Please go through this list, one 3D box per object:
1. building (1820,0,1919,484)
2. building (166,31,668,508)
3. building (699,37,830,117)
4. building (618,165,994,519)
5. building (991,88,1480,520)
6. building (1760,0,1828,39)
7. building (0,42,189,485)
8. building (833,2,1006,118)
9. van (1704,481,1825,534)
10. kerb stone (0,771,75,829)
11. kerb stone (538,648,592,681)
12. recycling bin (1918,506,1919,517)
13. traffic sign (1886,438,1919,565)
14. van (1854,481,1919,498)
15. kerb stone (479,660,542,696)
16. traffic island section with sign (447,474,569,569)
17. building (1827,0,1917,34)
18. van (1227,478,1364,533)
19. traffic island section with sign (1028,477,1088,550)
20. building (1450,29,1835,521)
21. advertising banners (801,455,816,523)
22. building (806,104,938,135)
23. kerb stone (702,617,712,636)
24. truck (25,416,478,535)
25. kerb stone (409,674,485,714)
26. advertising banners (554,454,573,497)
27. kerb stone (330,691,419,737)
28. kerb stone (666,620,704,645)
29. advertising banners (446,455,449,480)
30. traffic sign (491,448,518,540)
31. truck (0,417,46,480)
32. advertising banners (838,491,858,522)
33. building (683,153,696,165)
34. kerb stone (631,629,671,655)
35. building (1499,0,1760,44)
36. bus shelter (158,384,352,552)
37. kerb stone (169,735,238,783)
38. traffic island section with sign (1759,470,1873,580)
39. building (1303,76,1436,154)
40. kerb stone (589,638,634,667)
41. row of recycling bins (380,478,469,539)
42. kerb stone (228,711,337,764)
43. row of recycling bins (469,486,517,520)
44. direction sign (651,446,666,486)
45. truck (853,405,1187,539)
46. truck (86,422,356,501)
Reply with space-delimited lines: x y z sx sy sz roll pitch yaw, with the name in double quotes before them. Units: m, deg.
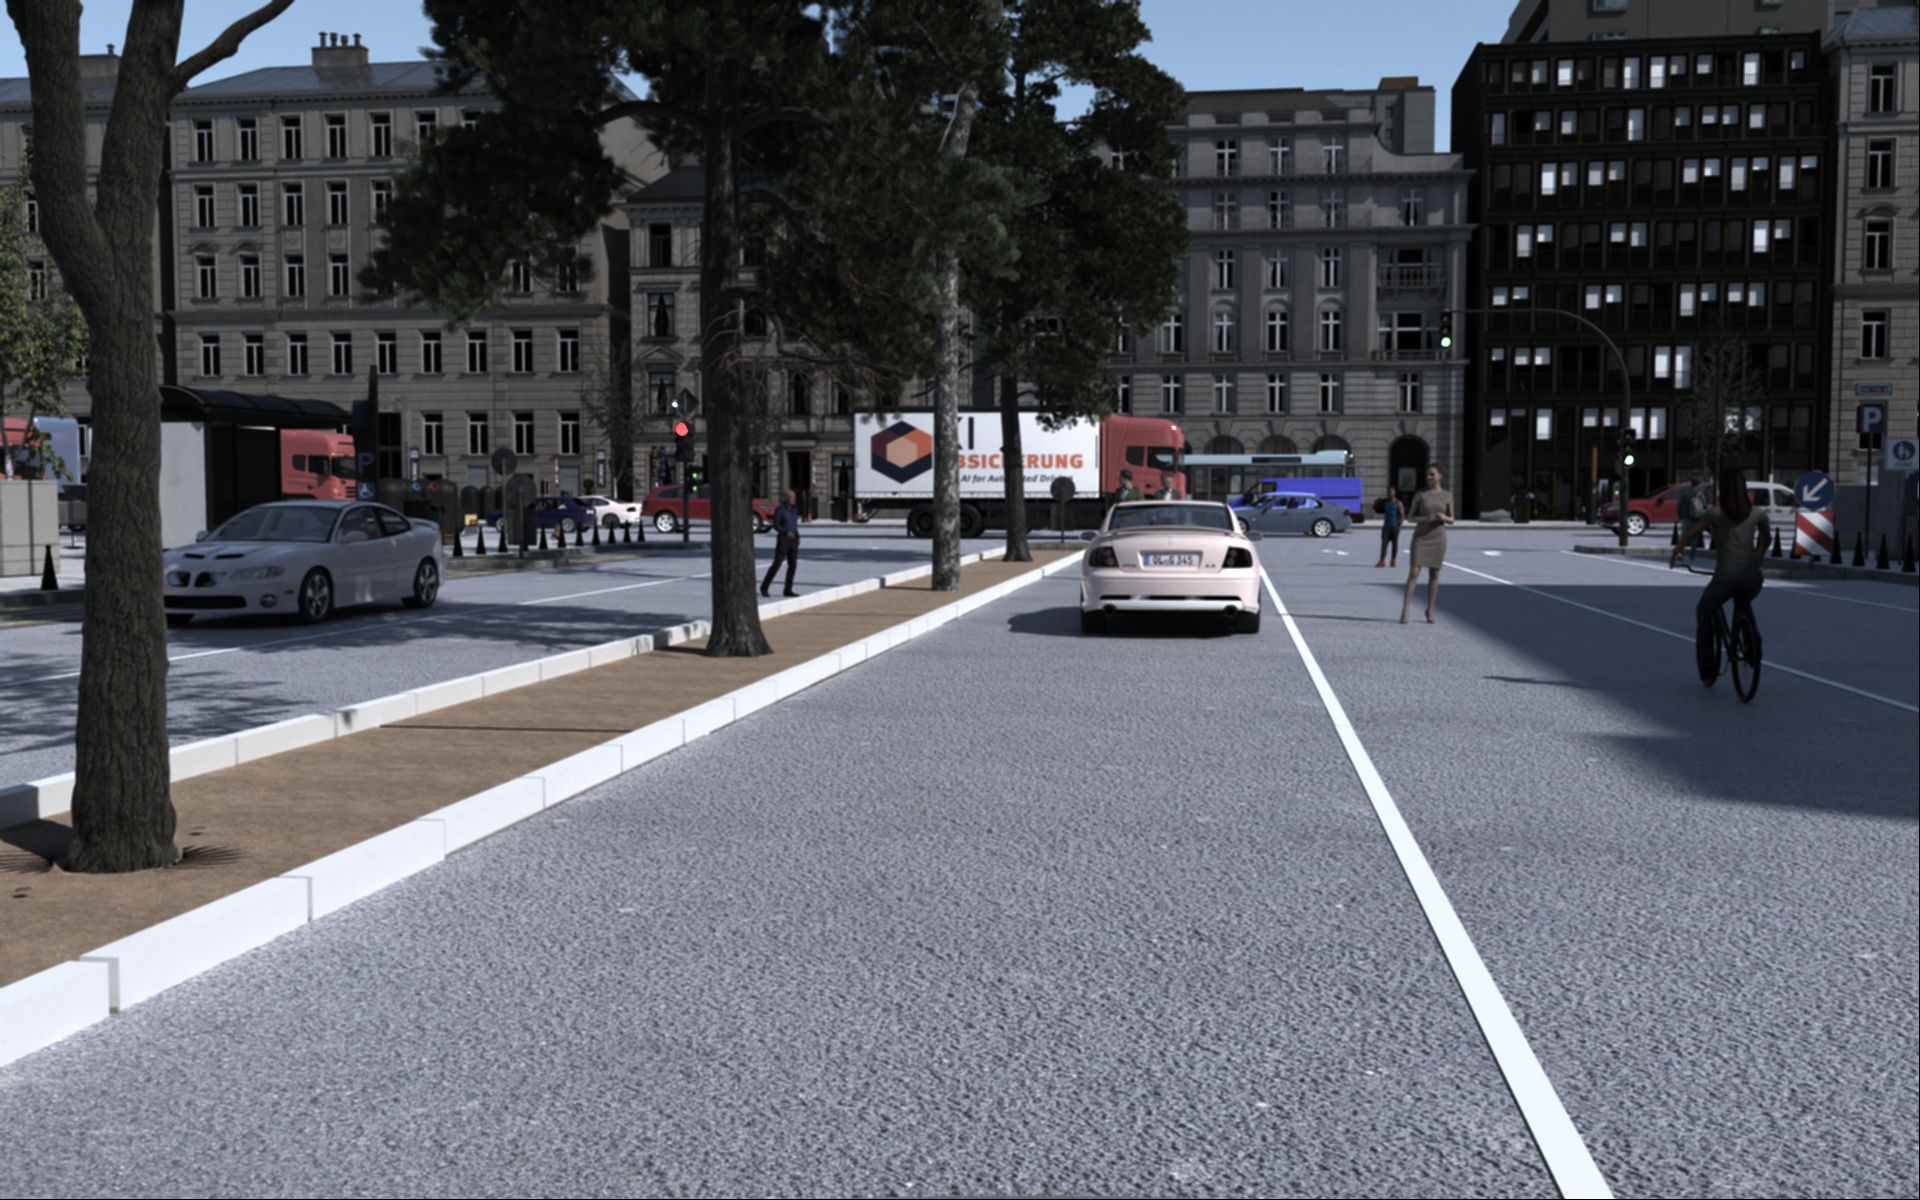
"building" 54.065 -17.621 85.366 25.104 27.353 12.463 1 4 9
"building" -29.781 -18.359 97.437 25.104 27.353 12.463 1 4 9
"building" -31.837 -50.366 261.727 20.611 71.187 20.563 1 4 9
"building" -7.626 -14.000 93.528 19.286 19.102 10.561 1 4 9
"building" 14.000 -15.274 91.529 24.055 21.916 13.314 1 4 9
"building" 59.562 -32.125 148.942 21.300 48.544 21.600 1 4 9
"building" -54.961 -18.598 101.339 25.104 27.353 12.463 1 4 9
"building" -6.099 -57.872 258.883 31.000 86.520 22.319 1 4 9
"van" 25.968 -2.958 55.383 4.112 2.044 2.013 1 4 8
"kerb stone" -4.096 0.893 7.595 0.120 0.150 1.000 1 4 9
"kerb stone" -3.171 0.520 13.690 0.120 0.150 1.000 1 4 9
"recycling bin" 19.574 -1.392 35.308 0.722 1.027 0.722 1 4 20
"traffic sign" 16.941 -1.775 31.155 0.606 2.300 0.079 1 4 16
"van" 31.250 -3.026 56.484 4.112 2.044 2.013 1 4 9
"kerb stone" -3.330 0.582 12.677 0.120 0.150 1.000 1 4 9
"traffic island section with sign" -8.768 -1.542 33.834 1.989 1.847 2.006 1 4 9
"building" 89.847 -38.182 166.267 28.212 58.520 21.231 1 4 9
"van" 12.421 -3.690 64.711 5.245 2.365 2.240 1 4 10
"traffic island section with sign" 2.586 -2.236 44.690 2.006 1.907 1.989 1 4 9
"building" 33.767 -15.809 88.152 15.834 23.373 12.332 1 4 9
"advertising banners" -6.793 -4.994 77.834 0.090 3.025 2.074 1 4 13
"building" -10.385 -32.741 185.419 14.200 45.320 14.600 1 4 9
"kerb stone" -2.560 0.271 17.778 0.120 0.150 1.000 1 4 9
"truck" -26.024 -4.292 59.932 18.799 4.110 2.967 1 4 10
"kerb stone" -3.484 0.644 11.663 0.120 0.150 1.000 1 4 9
"advertising banners" -17.559 -4.921 76.644 0.090 3.025 2.074 0 4 8
"kerb stone" -3.629 0.710 10.648 0.120 0.150 1.000 1 4 9
"kerb stone" -2.711 0.332 16.763 0.120 0.150 1.000 1 4 9
"advertising banners" -23.479 -5.059 78.904 0.090 3.025 2.074 -2 4 -26
"traffic sign" -12.544 -2.908 47.657 0.768 2.556 0.104 1 4 9
"truck" -33.634 -3.976 53.929 11.283 4.237 2.839 0 4 8
"advertising banners" -4.722 -5.035 78.503 2.074 3.025 0.090 3 4 37
"building" -30.770 -29.843 179.813 23.993 40.220 32.217 1 4 9
"kerb stone" -2.866 0.401 15.745 0.120 0.150 1.000 1 4 9
"building" 63.360 -33.449 170.591 21.300 48.544 21.600 1 4 9
"bus shelter" -14.326 -2.498 34.766 2.014 3.302 5.546 1 4 9
"kerb stone" -3.941 0.831 8.614 0.120 0.150 1.000 1 4 9
"traffic island section with sign" 14.363 -1.300 29.881 1.989 1.847 2.006 1 4 9
"building" 52.305 -43.265 249.382 28.212 58.520 21.231 1 4 9
"kerb stone" -3.015 0.460 14.717 0.120 0.150 1.000 1 4 9
"row of recycling bins" -14.265 -2.335 45.293 1.069 1.692 3.534 1 4 12
"kerb stone" -3.789 0.770 9.628 0.120 0.150 1.000 1 4 9
"row of recycling bins" -23.132 -4.839 86.234 1.069 1.692 3.534 3 5 44
"direction sign" -14.382 -5.547 82.685 0.379 3.537 0.876 3 4 36
"truck" 2.302 -4.098 55.908 11.283 4.237 2.839 0 4 7
"truck" -28.500 -4.851 68.231 11.283 4.237 2.839 1 4 10
